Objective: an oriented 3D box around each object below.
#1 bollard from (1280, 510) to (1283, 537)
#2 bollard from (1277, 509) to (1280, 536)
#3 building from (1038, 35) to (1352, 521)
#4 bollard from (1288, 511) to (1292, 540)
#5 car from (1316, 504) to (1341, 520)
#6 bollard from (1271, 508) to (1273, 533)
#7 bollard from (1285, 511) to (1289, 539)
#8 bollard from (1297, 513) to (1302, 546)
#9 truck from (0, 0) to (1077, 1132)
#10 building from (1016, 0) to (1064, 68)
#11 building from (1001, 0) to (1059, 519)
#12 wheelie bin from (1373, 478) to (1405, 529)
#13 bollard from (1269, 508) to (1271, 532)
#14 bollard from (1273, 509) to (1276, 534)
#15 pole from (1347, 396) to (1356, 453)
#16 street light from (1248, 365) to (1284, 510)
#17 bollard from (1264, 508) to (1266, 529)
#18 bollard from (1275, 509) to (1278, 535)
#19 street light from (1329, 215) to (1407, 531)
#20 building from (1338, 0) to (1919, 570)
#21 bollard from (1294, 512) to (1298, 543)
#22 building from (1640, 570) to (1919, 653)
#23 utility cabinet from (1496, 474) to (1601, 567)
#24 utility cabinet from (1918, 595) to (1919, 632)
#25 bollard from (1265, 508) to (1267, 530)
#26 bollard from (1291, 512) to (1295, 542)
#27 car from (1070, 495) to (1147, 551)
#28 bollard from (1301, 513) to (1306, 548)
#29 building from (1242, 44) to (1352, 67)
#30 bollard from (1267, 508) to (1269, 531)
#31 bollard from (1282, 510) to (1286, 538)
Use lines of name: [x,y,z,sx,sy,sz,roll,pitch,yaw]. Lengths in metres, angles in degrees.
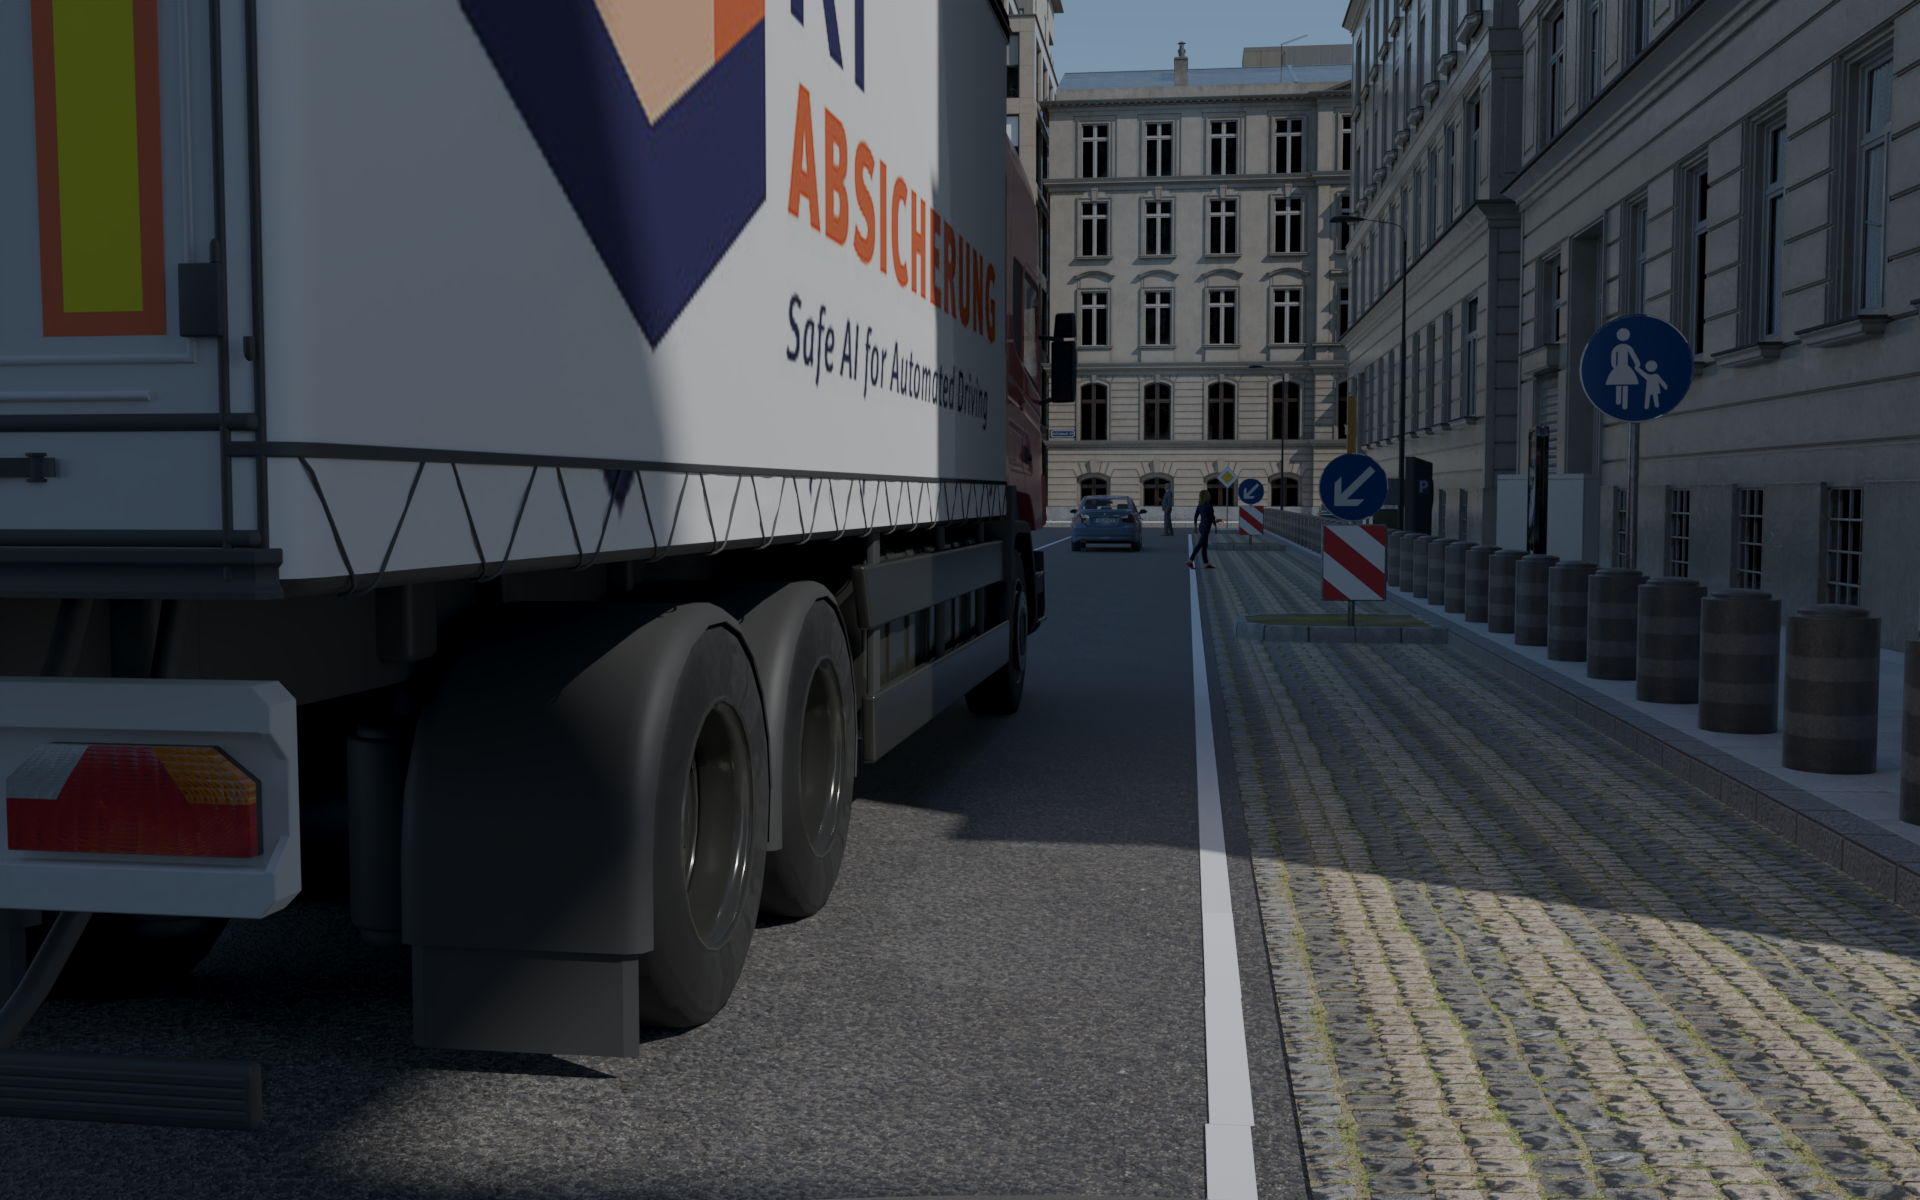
bollard: [9.650,-2.202,50.723,0.404,0.777,0.398,0,3,0]
bollard: [9.825,-2.284,52.052,0.404,0.777,0.398,0,3,0]
building: [21.581,-16.222,84.306,34.723,24.649,14.460,0,4,7]
bollard: [9.128,-1.958,46.730,0.404,0.777,0.398,0,3,0]
car: [16.848,-3.539,69.663,4.920,1.459,2.131,0,4,6]
bollard: [10.351,-2.528,56.054,0.404,0.777,0.398,0,3,0]
bollard: [9.303,-2.040,48.065,0.404,0.777,0.398,0,3,0]
bollard: [8.604,-1.713,42.730,0.404,0.777,0.398,0,3,0]
truck: [-1.276,-1.171,8.065,2.839,4.237,11.283,1,4,9]
building: [-5.235,-35.296,166.335,28.713,52.752,27.495,0,4,7]
building: [-12.184,-17.559,91.613,34.151,26.468,19.350,0,4,7]
wheelie bin: [8.543,-1.638,34.695,0.980,1.594,0.693,1,4,13]
bollard: [10.522,-2.610,57.384,0.404,0.777,0.398,0,3,0]
bollard: [10.174,-2.447,54.726,0.404,0.777,0.398,0,3,0]
pole: [8.143,-2.582,36.051,0.158,3.312,0.155,0,3,0]
street light: [11.065,-5.494,62.366,1.470,5.913,1.316,0,4,7]
bollard: [11.047,-2.854,61.380,0.404,0.777,0.398,0,3,0]
bollard: [10.003,-2.366,53.396,0.404,0.777,0.398,0,3,0]
street light: [6.842,-3.449,28.937,1.470,5.913,1.316,0,4,7]
building: [18.797,-12.939,44.833,16.112,22.955,30.059,0,4,7]
bollard: [8.773,-1.795,44.059,0.404,0.777,0.398,0,3,0]
building: [15.167,-11.117,15.048,16.112,22.955,30.059,0,4,7]
utility cabinet: [6.554,-0.651,19.319,0.318,1.500,1.173,-2,4,-32]
utility cabinet: [4.956,0.158,8.576,0.306,1.237,1.020,1,4,23]
bollard: [10.875,-2.773,60.050,0.404,0.777,0.398,0,3,0]
bollard: [8.954,-1.876,45.391,0.404,0.777,0.398,0,3,0]
car: [3.805,-1.995,44.614,2.014,1.417,4.499,0,4,7]
bollard: [8.428,-1.632,41.401,0.404,0.777,0.398,0,3,0]
building: [33.145,-29.234,161.564,14.154,41.232,14.086,0,4,7]
bollard: [10.699,-2.691,58.722,0.404,0.777,0.398,0,3,0]
bollard: [9.474,-2.121,49.395,0.404,0.777,0.398,0,3,0]
